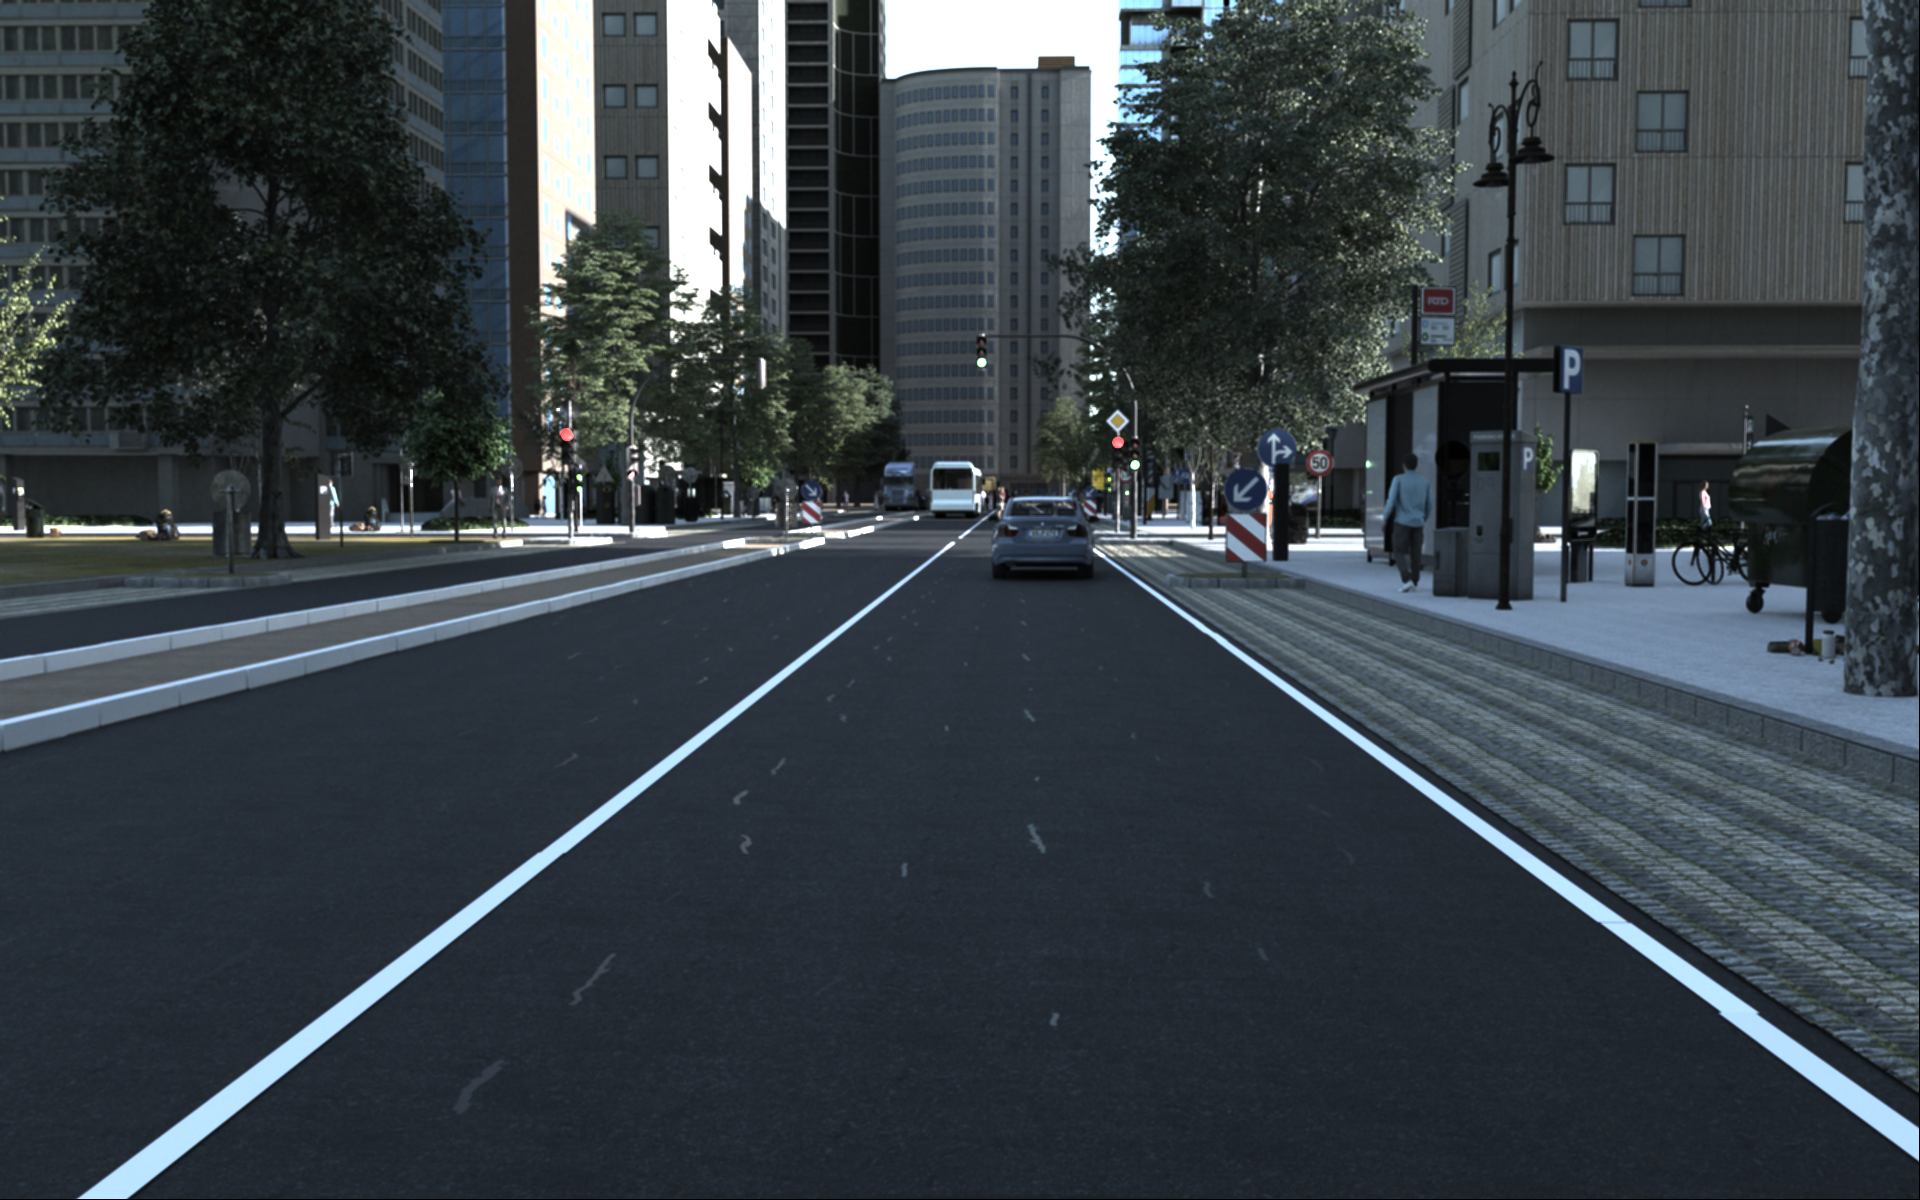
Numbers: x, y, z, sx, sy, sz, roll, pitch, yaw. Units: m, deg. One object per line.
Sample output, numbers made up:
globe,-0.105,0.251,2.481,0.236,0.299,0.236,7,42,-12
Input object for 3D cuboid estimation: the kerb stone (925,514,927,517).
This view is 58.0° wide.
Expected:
kerb stone,-2.238,-5.116,105.934,0.120,0.150,1.000,0,4,2

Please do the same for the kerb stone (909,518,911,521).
kerb stone,-2.770,-4.117,89.544,0.120,0.150,1.000,0,4,2

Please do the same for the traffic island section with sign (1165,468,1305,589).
traffic island section with sign,4.246,-1.125,27.021,1.989,1.847,2.006,0,4,2

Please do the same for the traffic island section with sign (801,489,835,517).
traffic island section with sign,-8.981,-6.184,109.737,1.989,1.847,2.006,0,4,2

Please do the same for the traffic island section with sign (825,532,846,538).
traffic island section with sign,-4.852,-3.018,57.476,2.006,1.907,1.989,0,4,2

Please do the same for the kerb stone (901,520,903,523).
kerb stone,-2.978,-3.743,83.399,0.120,0.150,1.000,0,4,2

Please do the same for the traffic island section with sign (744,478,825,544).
traffic island section with sign,-5.103,-2.565,50.073,2.006,1.907,1.989,0,4,2

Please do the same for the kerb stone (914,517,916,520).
kerb stone,-2.631,-4.365,93.643,0.120,0.150,1.000,0,4,2

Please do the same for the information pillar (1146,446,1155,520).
information pillar,9.290,-5.685,84.299,0.504,3.616,0.183,-3,4,-38

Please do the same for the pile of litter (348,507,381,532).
pile of litter,-20.465,-2.777,59.368,1.176,0.858,1.719,1,4,10

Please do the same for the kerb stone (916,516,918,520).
kerb stone,-2.572,-4.495,95.686,0.120,0.150,1.000,0,4,2

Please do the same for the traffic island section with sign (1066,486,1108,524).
traffic island section with sign,6.065,-4.530,82.688,1.989,1.847,2.006,0,4,2

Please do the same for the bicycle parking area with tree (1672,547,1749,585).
bicycle parking area with tree,15.116,-2.232,23.497,9.016,4.147,8.231,-1,4,-21

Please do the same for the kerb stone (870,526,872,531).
kerb stone,-3.541,-2.677,65.993,0.120,0.150,1.000,0,4,2

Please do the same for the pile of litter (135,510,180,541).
pile of litter,-22.417,-2.094,48.209,1.176,0.858,1.719,1,4,11

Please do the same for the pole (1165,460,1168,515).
pole,12.360,-6.726,103.807,0.158,3.312,0.155,0,3,0

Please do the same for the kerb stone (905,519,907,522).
kerb stone,-2.868,-3.930,86.471,0.120,0.150,1.000,0,4,2

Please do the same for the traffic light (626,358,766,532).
traffic light,-8.865,-5.088,57.851,4.771,5.953,1.251,0,4,2

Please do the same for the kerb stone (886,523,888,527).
kerb stone,-3.271,-3.175,74.190,0.120,0.150,1.000,0,4,2

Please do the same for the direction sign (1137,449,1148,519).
direction sign,9.284,-5.787,86.618,0.876,3.537,0.379,1,4,13

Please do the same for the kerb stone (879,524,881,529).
kerb stone,-3.413,-2.929,70.091,0.120,0.150,1.000,0,4,2

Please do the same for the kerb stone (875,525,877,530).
kerb stone,-3.473,-2.804,68.044,0.120,0.150,1.000,0,4,2

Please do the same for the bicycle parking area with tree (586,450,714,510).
bicycle parking area with tree,-20.324,-7.771,114.066,8.231,4.147,9.016,1,4,11

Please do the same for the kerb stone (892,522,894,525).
kerb stone,-3.168,-3.366,77.255,0.120,0.150,1.000,0,4,2

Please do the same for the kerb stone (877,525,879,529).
kerb stone,-3.443,-2.867,69.069,0.120,0.150,1.000,0,4,2

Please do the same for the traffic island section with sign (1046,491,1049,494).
traffic island section with sign,8.557,-9.209,159.188,1.989,1.847,2.006,0,4,2

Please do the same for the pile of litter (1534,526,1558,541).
pile of litter,15.855,-2.103,48.357,1.176,0.858,1.719,-2,4,-25

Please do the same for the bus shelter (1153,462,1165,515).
bus shelter,11.891,-7.063,109.401,2.014,3.302,5.546,0,4,2

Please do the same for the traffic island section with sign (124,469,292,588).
traffic island section with sign,-11.679,-1.135,27.190,1.989,1.847,2.006,0,4,2

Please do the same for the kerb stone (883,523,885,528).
kerb stone,-3.331,-3.052,72.146,0.120,0.150,1.000,0,4,2

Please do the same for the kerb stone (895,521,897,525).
kerb stone,-3.103,-3.491,79.301,0.120,0.150,1.000,0,4,2

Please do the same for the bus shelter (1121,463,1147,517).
bus shelter,10.128,-6.747,101.602,1.731,3.624,6.357,0,4,2

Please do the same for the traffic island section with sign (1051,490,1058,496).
traffic island section with sign,6.941,-6.177,109.629,1.989,1.847,2.006,0,4,2

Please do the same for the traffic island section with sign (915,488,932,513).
traffic island section with sign,-2.411,-7.611,132.575,2.006,1.907,1.989,0,4,2

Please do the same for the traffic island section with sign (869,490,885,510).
traffic island section with sign,-7.355,-9.253,159.921,1.989,1.847,2.006,0,4,2

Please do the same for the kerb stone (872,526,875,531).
kerb stone,-3.506,-2.742,67.022,0.120,0.150,1.000,0,4,2

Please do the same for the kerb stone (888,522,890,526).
kerb stone,-3.242,-3.243,75.212,0.120,0.150,1.000,0,4,2

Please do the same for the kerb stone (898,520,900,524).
kerb stone,-3.036,-3.616,81.345,0.120,0.150,1.000,0,4,2

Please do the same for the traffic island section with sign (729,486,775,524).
traffic island section with sign,-9.875,-4.524,82.600,1.989,1.847,2.006,0,4,2

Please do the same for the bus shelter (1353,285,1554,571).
bus shelter,8.432,-3.267,31.051,2.179,5.291,8.768,0,4,2

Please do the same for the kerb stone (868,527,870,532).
kerb stone,-3.576,-2.615,64.967,0.120,0.150,1.000,0,4,2

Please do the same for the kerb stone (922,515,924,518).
kerb stone,-2.373,-4.869,101.833,0.120,0.150,1.000,0,4,2

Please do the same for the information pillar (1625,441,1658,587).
information pillar,9.449,-1.195,24.024,0.304,2.012,0.304,0,4,-1

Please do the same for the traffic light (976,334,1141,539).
traffic light,2.841,-4.566,49.320,4.771,5.953,1.251,0,4,2

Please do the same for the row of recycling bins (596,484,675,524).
row of recycling bins,-13.816,-4.076,73.763,3.534,1.692,1.069,1,4,11

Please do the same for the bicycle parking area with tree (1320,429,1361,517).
bicycle parking area with tree,16.843,-5.597,78.506,9.016,4.147,8.231,1,4,21

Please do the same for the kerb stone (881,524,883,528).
kerb stone,-3.374,-2.992,71.117,0.120,0.150,1.000,0,4,2

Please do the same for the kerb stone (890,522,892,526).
kerb stone,-3.213,-3.305,76.234,0.120,0.150,1.000,0,4,2

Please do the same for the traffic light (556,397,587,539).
traffic light,-11.219,-3.730,49.903,0.839,4.253,0.868,0,4,2

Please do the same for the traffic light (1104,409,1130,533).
traffic light,5.195,-4.187,57.375,0.839,4.253,0.868,0,4,2

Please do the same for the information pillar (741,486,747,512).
information pillar,-14.646,-6.904,117.372,0.304,2.012,0.304,1,4,20
